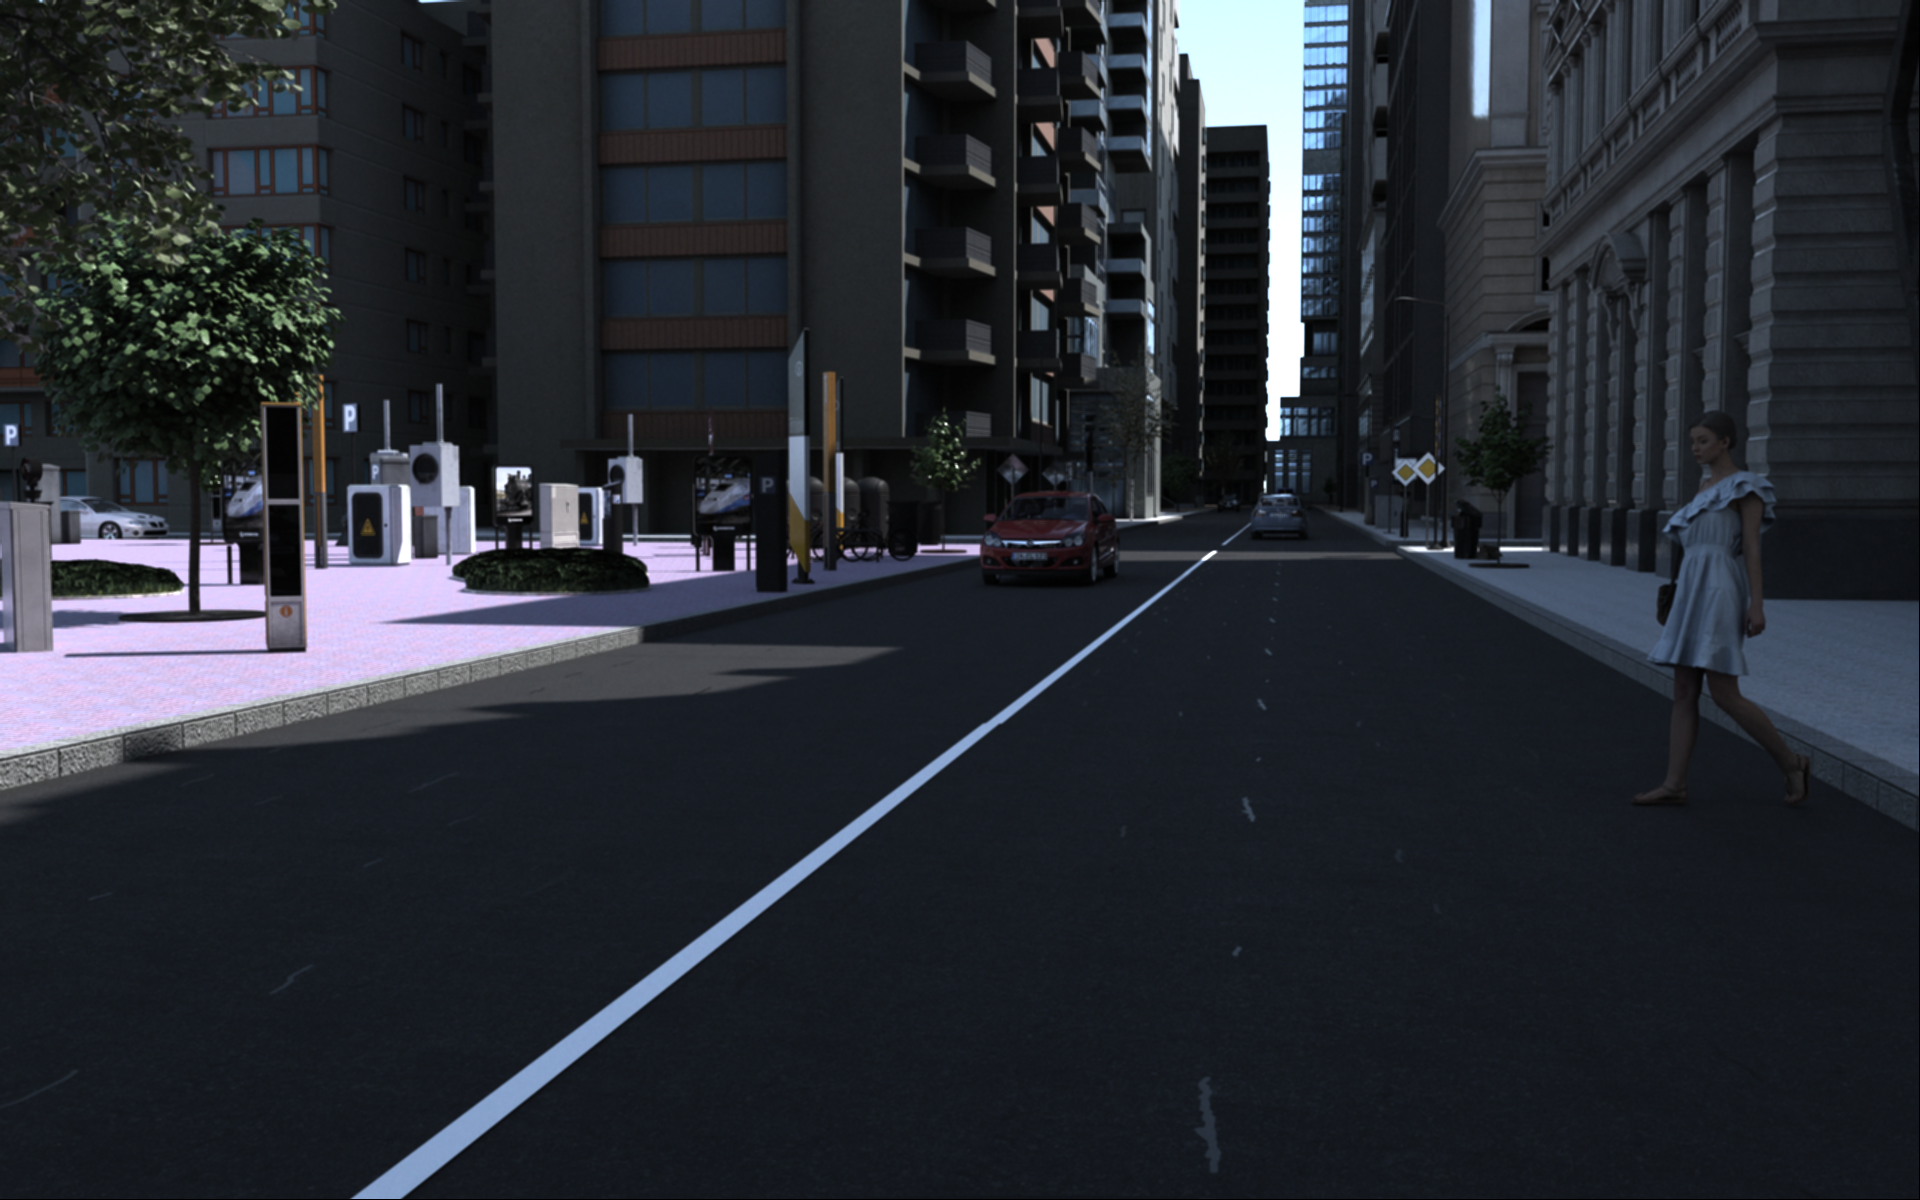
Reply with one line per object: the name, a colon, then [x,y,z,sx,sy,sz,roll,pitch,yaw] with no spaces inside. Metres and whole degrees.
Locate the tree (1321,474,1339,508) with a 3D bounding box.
tree: [34.681,-10.304,163.079,1.663,3.219,1.824,0,3,0]

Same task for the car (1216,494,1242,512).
car: [21.539,-7.884,138.688,2.009,1.686,4.222,1,4,10]

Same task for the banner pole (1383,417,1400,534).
banner pole: [14.044,-4.042,56.102,0.401,3.779,0.863,-1,4,-13]

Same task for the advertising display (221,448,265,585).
advertising display: [-10.047,-1.182,24.532,0.974,1.923,0.123,2,4,24]

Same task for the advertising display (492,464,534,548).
advertising display: [-9.796,-2.004,37.986,0.123,1.923,0.974,3,5,44]

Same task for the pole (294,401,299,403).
pole: [-12.651,-2.397,33.027,0.158,3.312,0.155,0,3,0]

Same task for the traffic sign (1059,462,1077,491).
traffic sign: [3.377,-3.202,54.474,0.606,2.300,0.079,1,4,17]

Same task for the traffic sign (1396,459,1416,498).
traffic sign: [12.830,-2.921,49.884,0.606,2.300,0.079,1,4,11]

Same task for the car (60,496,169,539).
car: [-25.853,-2.380,51.274,4.827,1.381,2.083,1,4,11]

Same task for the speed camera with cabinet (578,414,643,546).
speed camera with cabinet: [-8.805,-2.988,43.190,2.038,3.252,0.660,3,4,38]

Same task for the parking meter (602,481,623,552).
parking meter: [-6.574,-1.490,32.770,0.372,1.533,0.369,0,3,0]

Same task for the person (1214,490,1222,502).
person: [30.714,-12.054,205.218,1.348,1.869,0.705,2,4,33]

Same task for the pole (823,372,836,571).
pole: [-2.187,-2.153,29.037,0.158,3.312,0.155,0,3,0]

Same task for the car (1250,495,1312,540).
car: [10.343,-2.688,55.949,2.014,1.417,4.499,1,4,12]

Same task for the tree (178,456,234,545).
tree: [-18.879,-3.016,43.906,1.663,3.219,1.824,0,3,0]

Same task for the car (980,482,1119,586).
car: [1.537,-1.197,28.609,2.155,1.783,4.494,1,4,12]

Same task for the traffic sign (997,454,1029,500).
traffic sign: [1.302,-2.399,42.871,0.795,2.450,0.064,1,4,11]

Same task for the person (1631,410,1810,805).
person: [3.486,0.038,7.967,0.778,1.811,0.616,0,4,2]

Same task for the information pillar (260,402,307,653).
information pillar: [-5.498,-0.586,14.076,0.304,2.012,0.304,-2,4,-23]

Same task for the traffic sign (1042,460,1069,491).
traffic sign: [2.790,-2.879,50.717,0.795,2.450,0.064,1,4,11]

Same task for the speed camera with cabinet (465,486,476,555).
speed camera with cabinet: [-11.384,-2.593,36.730,2.038,3.252,0.660,0,4,-6]

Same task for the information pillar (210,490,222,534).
information pillar: [-24.168,-3.164,56.226,0.304,2.012,0.304,-2,4,-34]

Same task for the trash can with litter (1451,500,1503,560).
trash can with litter: [10.200,-1.389,34.094,0.624,1.170,1.055,-3,4,-37]

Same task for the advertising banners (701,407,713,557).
advertising banners: [-5.248,-2.429,35.903,0.090,3.025,2.074,-1,4,-14]

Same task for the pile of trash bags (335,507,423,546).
pile of trash bags: [-13.815,-2.001,42.476,3.447,1.369,1.912,3,5,44]

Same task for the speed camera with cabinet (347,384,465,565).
speed camera with cabinet: [-10.057,-2.257,31.238,2.038,3.252,0.660,1,4,20]

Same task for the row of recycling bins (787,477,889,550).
row of recycling bins: [-3.179,-2.077,41.078,3.534,1.692,1.069,-3,4,-38]

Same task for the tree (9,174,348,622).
tree: [-7.977,-2.085,17.801,4.285,4.588,4.351,0,3,0]

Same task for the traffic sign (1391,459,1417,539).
traffic sign: [12.557,-2.765,48.851,0.795,2.450,0.064,1,4,11]

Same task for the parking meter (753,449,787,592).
parking meter: [-2.488,-1.040,22.709,0.399,1.863,0.255,1,4,15]

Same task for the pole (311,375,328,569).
pole: [-10.988,-2.193,29.702,0.158,3.312,0.155,0,3,0]

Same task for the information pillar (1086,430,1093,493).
information pillar: [4.791,-4.439,63.938,0.183,3.616,0.504,-1,4,-15]

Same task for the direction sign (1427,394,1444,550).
direction sign: [10.932,-2.919,39.723,0.379,3.537,0.876,1,4,22]

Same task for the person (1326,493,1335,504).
person: [43.154,-11.752,201.476,1.217,1.723,0.721,1,4,20]

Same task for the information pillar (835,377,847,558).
information pillar: [-2.542,-2.669,34.991,0.504,3.616,0.183,3,5,40]

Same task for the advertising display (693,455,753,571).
advertising display: [-3.950,-1.447,28.874,0.974,1.923,0.123,-1,4,-17]

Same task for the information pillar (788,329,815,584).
information pillar: [-2.297,-2.047,24.820,0.183,3.616,0.504,-2,4,-34]

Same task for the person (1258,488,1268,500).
person: [17.422,-5.567,99.715,0.606,1.804,0.583,0,4,-7]

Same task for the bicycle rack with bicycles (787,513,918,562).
bicycle rack with bicycles: [-2.270,-1.218,33.299,2.925,0.926,2.852,0,4,1]

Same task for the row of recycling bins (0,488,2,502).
row of recycling bins: [-26.356,-2.267,44.181,3.534,1.692,1.069,-1,4,-12]

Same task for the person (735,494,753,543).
person: [-6.031,-2.400,48.010,0.573,1.790,0.520,0,4,-4]

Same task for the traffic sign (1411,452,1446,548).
traffic sign: [11.069,-2.285,41.005,0.795,2.450,0.064,1,4,11]
